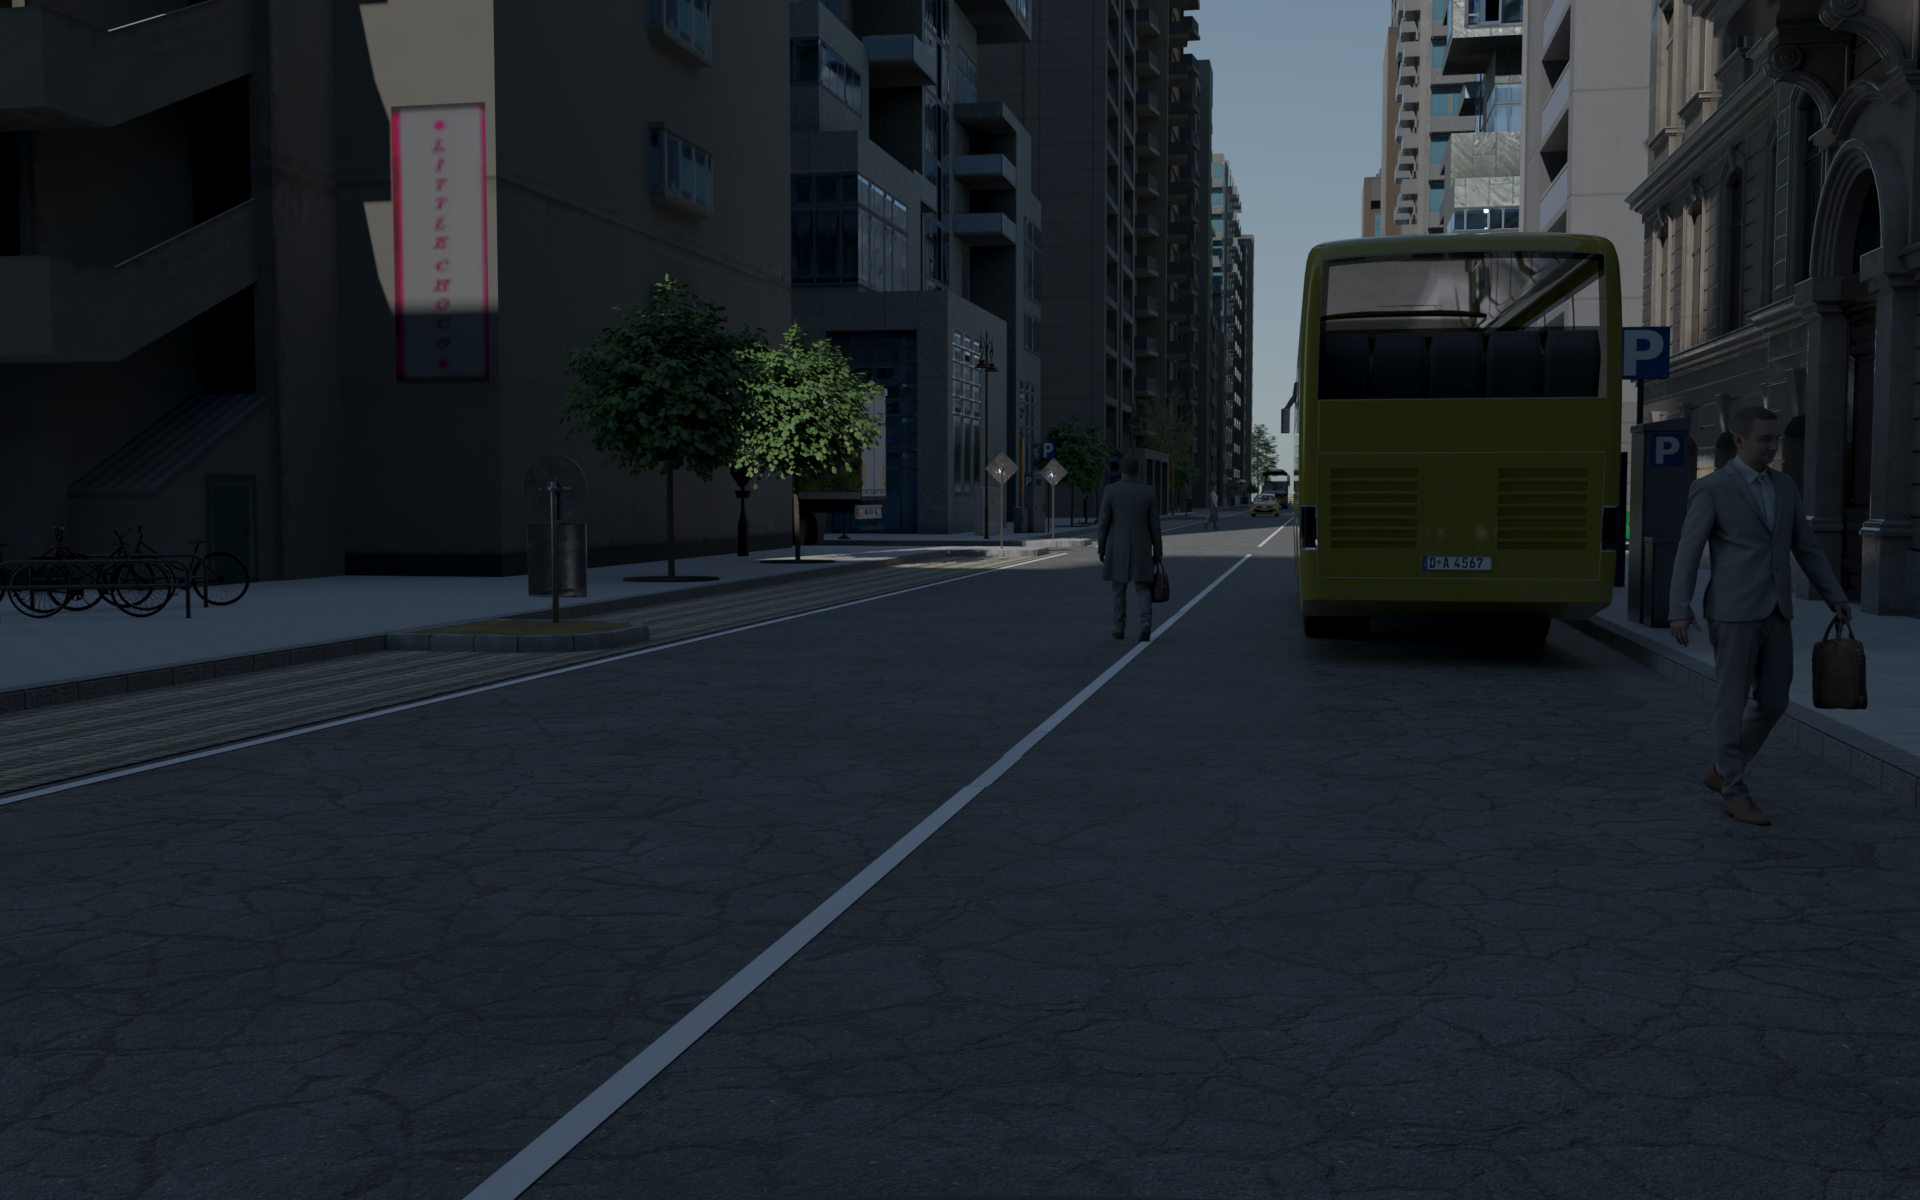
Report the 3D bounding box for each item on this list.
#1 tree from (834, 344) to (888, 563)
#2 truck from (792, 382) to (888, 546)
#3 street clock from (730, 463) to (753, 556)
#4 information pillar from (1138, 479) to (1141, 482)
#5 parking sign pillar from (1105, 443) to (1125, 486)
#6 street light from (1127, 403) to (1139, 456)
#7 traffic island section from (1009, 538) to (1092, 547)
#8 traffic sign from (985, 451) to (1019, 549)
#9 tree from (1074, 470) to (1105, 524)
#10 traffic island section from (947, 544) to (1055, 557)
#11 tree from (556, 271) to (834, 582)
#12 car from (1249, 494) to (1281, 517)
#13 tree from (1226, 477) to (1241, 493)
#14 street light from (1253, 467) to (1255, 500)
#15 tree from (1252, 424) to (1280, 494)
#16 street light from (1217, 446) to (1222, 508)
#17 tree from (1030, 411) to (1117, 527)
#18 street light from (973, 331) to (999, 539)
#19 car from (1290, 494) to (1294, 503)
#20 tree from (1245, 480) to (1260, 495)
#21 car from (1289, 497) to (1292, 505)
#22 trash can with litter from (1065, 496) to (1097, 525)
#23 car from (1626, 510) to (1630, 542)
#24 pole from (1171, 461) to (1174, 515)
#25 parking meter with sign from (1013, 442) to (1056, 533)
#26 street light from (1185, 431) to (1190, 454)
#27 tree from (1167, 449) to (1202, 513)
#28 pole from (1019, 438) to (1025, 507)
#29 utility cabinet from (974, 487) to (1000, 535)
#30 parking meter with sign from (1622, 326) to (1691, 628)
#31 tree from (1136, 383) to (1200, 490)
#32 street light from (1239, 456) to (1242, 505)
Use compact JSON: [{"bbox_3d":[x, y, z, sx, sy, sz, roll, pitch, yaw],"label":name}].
[{"bbox_3d":[-3.099,-2.984,32.503,4.285,4.588,4.351,0,3,0],"label":"tree"},{"bbox_3d":[-7.658,-3.483,45.860,11.283,4.237,2.839,1,4,13],"label":"truck"},{"bbox_3d":[-4.473,-1.903,35.678,0.471,2.002,0.358,1,4,12],"label":"street clock"},{"bbox_3d":[8.857,-5.017,86.515,0.304,2.012,0.304,0,4,1],"label":"information pillar"},{"bbox_3d":[8.227,-6.240,90.497,1.447,3.967,1.447,2,4,29],"label":"parking sign pillar"},{"bbox_3d":[8.780,-7.045,87.978,0.468,5.910,1.993,1,4,12],"label":"street light"},{"bbox_3d":[2.587,-1.604,48.512,2.009,0.180,2.903,1,4,12],"label":"traffic island section"},{"bbox_3d":[0.982,-2.262,40.628,0.795,2.450,0.064,1,4,12],"label":"traffic sign"},{"bbox_3d":[5.524,-4.863,74.103,1.663,3.219,1.824,0,3,0],"label":"tree"},{"bbox_3d":[0.958,-1.126,40.695,2.009,0.180,2.903,1,4,12],"label":"traffic island section"},{"bbox_3d":[-4.222,-2.570,25.733,4.285,4.588,4.351,0,3,0],"label":"tree"},{"bbox_3d":[19.401,-6.105,110.045,2.015,1.641,3.980,1,4,12],"label":"car"},{"bbox_3d":[31.192,-12.490,198.809,1.663,3.219,1.824,0,3,0],"label":"tree"},{"bbox_3d":[41.372,-16.576,243.802,0.468,5.910,1.993,1,4,12],"label":"street light"},{"bbox_3d":[47.867,-22.056,278.744,7.486,12.596,7.792,0,3,0],"label":"tree"},{"bbox_3d":[24.226,-11.585,162.201,0.468,5.910,1.993,1,4,12],"label":"street light"},{"bbox_3d":[4.437,-5.142,67.792,4.285,4.588,4.351,0,3,0],"label":"tree"},{"bbox_3d":[0.754,-4.674,49.215,0.468,5.910,1.993,1,4,12],"label":"street light"},{"bbox_3d":[47.960,-14.729,251.036,2.015,1.641,3.980,1,4,12],"label":"car"},{"bbox_3d":[39.790,-14.853,237.450,1.663,3.219,1.824,0,3,0],"label":"tree"},{"bbox_3d":[40.954,-12.858,219.022,1.959,1.807,4.718,1,4,10],"label":"car"},{"bbox_3d":[5.081,-3.704,71.610,1.678,1.210,2.233,1,4,9],"label":"trash can with litter"},{"bbox_3d":[18.425,-2.032,42.015,4.718,1.807,1.959,1,4,10],"label":"car"},{"bbox_3d":[12.929,-6.816,105.287,0.158,3.312,0.155,0,3,0],"label":"pole"},{"bbox_3d":[2.444,-3.732,57.277,0.543,3.016,1.738,3,5,40],"label":"parking meter with sign"},{"bbox_3d":[16.311,-9.255,124.107,0.468,5.910,1.993,1,4,12],"label":"street light"},{"bbox_3d":[15.023,-8.308,119.543,4.285,4.588,4.351,0,3,0],"label":"tree"},{"bbox_3d":[2.252,-4.242,63.207,0.158,3.312,0.155,0,3,0],"label":"pole"},{"bbox_3d":[0.858,-2.767,53.915,0.318,1.500,1.173,2,4,28],"label":"utility cabinet"},{"bbox_3d":[6.959,-1.287,17.307,0.543,3.016,1.738,1,4,10],"label":"parking meter with sign"},{"bbox_3d":[13.699,-10.090,115.328,4.737,8.622,4.395,0,3,0],"label":"tree"},{"bbox_3d":[33.315,-14.248,205.737,0.468,5.910,1.993,1,4,12],"label":"street light"}]
